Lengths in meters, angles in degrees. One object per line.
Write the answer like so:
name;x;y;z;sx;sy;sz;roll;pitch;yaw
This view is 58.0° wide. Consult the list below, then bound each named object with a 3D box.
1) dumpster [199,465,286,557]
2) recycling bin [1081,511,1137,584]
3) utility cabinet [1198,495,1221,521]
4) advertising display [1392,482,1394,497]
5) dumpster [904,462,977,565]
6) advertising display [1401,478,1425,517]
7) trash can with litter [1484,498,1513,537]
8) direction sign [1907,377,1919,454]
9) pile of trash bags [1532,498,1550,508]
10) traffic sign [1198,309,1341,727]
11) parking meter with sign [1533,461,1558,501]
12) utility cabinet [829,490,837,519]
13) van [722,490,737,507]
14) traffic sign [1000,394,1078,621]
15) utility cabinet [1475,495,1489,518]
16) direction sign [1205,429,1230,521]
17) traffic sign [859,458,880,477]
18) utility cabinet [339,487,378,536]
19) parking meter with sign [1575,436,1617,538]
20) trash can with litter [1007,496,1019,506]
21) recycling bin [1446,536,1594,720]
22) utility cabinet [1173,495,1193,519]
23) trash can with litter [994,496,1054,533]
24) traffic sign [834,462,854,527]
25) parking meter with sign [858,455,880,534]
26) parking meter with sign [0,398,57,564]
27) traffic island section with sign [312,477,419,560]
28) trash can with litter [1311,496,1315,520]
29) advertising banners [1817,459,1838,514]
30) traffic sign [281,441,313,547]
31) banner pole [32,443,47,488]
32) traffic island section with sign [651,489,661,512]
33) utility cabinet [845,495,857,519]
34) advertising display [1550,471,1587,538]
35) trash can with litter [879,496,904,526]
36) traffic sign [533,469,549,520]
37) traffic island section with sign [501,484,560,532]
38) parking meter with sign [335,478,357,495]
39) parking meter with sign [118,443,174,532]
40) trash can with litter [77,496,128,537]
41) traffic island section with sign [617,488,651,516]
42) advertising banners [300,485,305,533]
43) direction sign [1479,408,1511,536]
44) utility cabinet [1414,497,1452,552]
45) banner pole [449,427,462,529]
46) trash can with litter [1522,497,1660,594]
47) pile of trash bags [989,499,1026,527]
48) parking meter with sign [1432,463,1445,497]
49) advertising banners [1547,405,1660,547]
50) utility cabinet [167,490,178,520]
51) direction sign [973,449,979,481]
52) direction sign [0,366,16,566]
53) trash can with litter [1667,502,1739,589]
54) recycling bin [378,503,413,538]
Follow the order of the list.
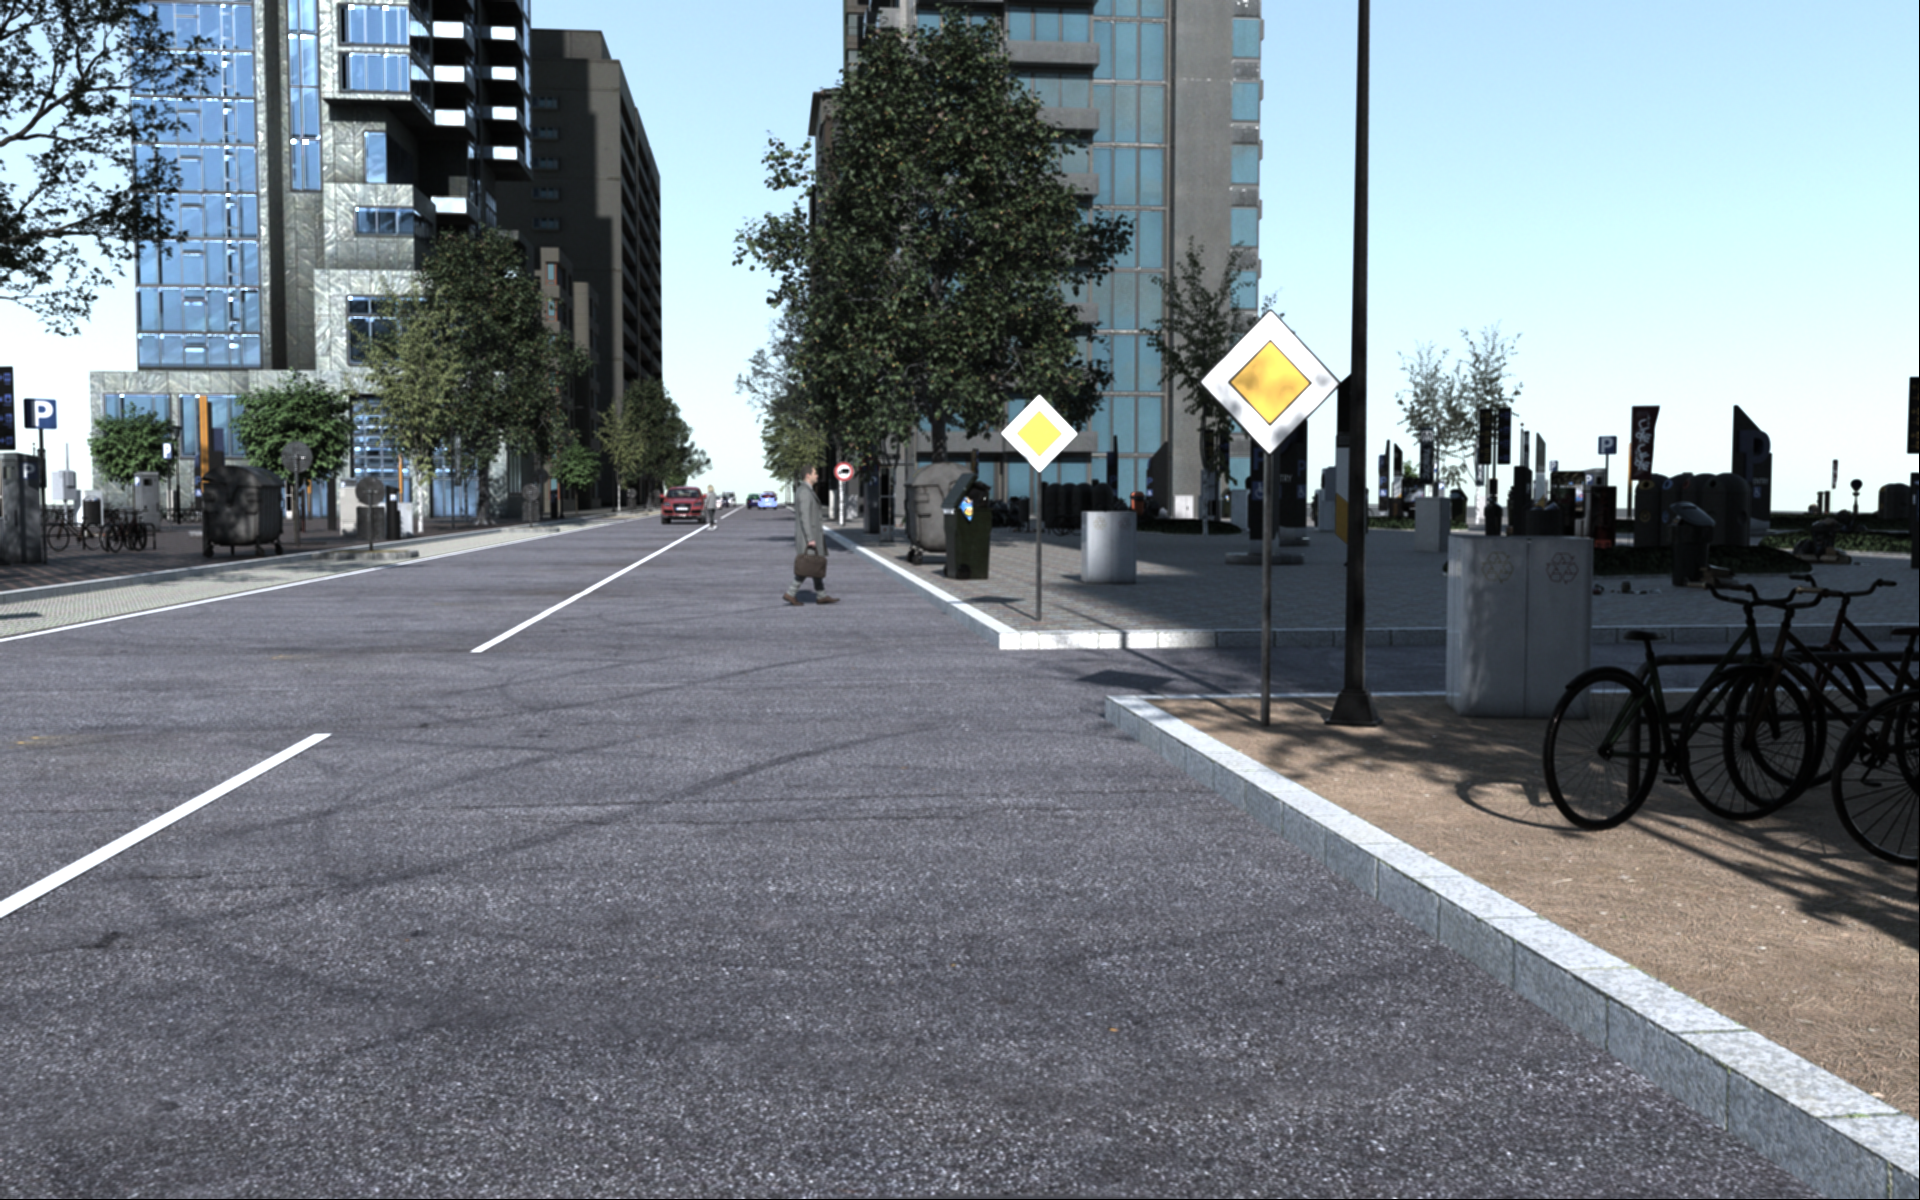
dumpster;-14.800;-1.835;35.754;1.264;1.857;1.865;0;4;-6
recycling bin;2.147;-0.764;25.038;0.722;1.027;0.722;0;4;-3
utility cabinet;11.654;-4.259;80.803;1.020;1.237;0.306;1;4;19
advertising display;23.479;-5.381;93.189;0.123;1.923;0.974;3;4;36
dumpster;-0.335;-1.592;31.781;1.264;1.857;1.865;0;4;-7
advertising display;17.840;-3.852;68.201;0.974;1.923;0.123;-1;4;-15
trash can with litter;16.417;-2.513;52.469;1.055;1.170;0.624;2;4;24
direction sign;18.762;-2.540;33.519;0.876;3.537;0.379;0;4;-1
pile of trash bags;27.956;-4.483;83.057;1.912;1.369;3.447;0;4;-7
traffic sign;1.685;-0.359;9.514;0.795;2.450;0.064;0;4;-6
parking meter with sign;30.246;-5.750;90.272;1.738;3.016;0.543;-1;4;-20
utility cabinet;-6.419;-4.897;88.741;0.318;1.500;1.173;1;4;11
van;-26.351;-11.628;197.129;2.013;2.044;4.112;0;4;-7
traffic sign;0.793;-0.844;17.449;0.795;2.450;0.064;0;4;-6
utility cabinet;28.151;-4.996;92.843;1.020;1.237;0.306;0;4;5
direction sign;8.979;-4.199;60.643;0.876;3.537;0.379;0;4;7
traffic sign;-3.023;-3.559;58.302;0.768;2.556;0.104;0;4;-5
utility cabinet;-18.094;-2.661;52.185;1.173;1.500;0.318;1;4;15
parking meter with sign;18.846;-3.384;51.583;1.738;3.016;0.543;-3;5;-42
trash can with litter;2.731;-4.347;82.465;0.624;1.170;1.055;2;4;33
recycling bin;3.279;0.144;10.198;0.722;1.027;0.722;1;4;8
utility cabinet;11.613;-4.827;90.075;1.020;1.237;0.306;-1;4;-10
trash can with litter;2.283;-2.859;57.801;1.678;1.210;2.233;-2;4;-35
traffic sign;-4.582;-4.178;68.418;0.768;2.556;0.104;0;4;0
parking meter with sign;-2.922;-3.694;56.657;0.543;3.016;1.738;-1;4;-13
parking meter with sign;-17.487;-2.203;32.274;1.738;3.016;0.543;3;4;37
traffic island section with sign;-13.177;-1.830;38.556;1.989;1.847;2.006;0;4;-6
trash can with litter;17.803;-4.518;85.258;0.624;1.170;1.055;-3;4;-36
advertising banners;44.344;-5.649;88.555;0.090;3.025;2.074;0;4;2
traffic sign;-15.931;-2.539;41.612;0.768;2.556;0.104;0;4;1
banner pole;-44.892;-5.775;84.444;0.401;3.779;0.863;2;4;25
traffic island section with sign;-24.813;-8.161;142.067;1.989;1.847;2.006;0;4;-6
utility cabinet;-5.878;-4.853;90.514;1.020;1.237;0.306;-2;4;-30
advertising display;17.050;-2.653;48.591;0.974;1.923;0.123;3;4;39
trash can with litter;-2.743;-3.517;68.565;2.233;1.210;1.678;-3;5;-42
traffic sign;-20.988;-5.299;86.749;0.768;2.556;0.104;0;4;-4
traffic island section with sign;-16.183;-3.469;65.344;1.989;1.847;2.006;0;4;-6
parking meter with sign;-29.081;-5.275;82.503;0.543;3.016;1.738;2;4;32
parking meter with sign;-27.379;-3.792;58.261;0.543;3.016;1.738;2;4;35
trash can with litter;-26.107;-2.564;52.987;1.678;1.210;2.233;3;4;37
traffic island section with sign;-21.794;-6.523;115.281;1.989;1.847;2.006;0;4;-6
advertising banners;-21.931;-3.769;57.806;0.090;3.025;2.074;-2;4;-24
direction sign;14.085;-3.283;45.671;0.876;3.537;0.379;3;5;43
utility cabinet;10.618;-1.697;38.902;0.306;1.237;1.020;-1;4;-18
banner pole;-18.752;-4.550;64.410;0.863;3.779;0.401;3;5;42
trash can with litter;7.995;-0.699;22.485;2.233;1.210;1.678;0;4;7
pile of trash bags;0.719;-3.500;66.970;3.447;1.369;1.912;-1;4;-23
parking meter with sign;26.184;-6.023;94.734;0.543;3.016;1.738;0;4;-6
advertising banners;12.815;-2.346;34.552;2.074;3.025;0.090;1;4;22
utility cabinet;-39.270;-4.758;86.472;0.318;1.500;1.173;-1;4;-11
direction sign;0.785;-5.782;86.529;0.379;3.537;0.876;1;4;17
direction sign;-17.197;-2.378;30.882;0.876;3.537;0.379;1;4;16
trash can with litter;10.295;-0.765;23.901;0.624;1.170;1.055;-1;4;-22
recycling bin;-16.685;-2.365;51.228;0.722;1.027;0.722;2;4;32
